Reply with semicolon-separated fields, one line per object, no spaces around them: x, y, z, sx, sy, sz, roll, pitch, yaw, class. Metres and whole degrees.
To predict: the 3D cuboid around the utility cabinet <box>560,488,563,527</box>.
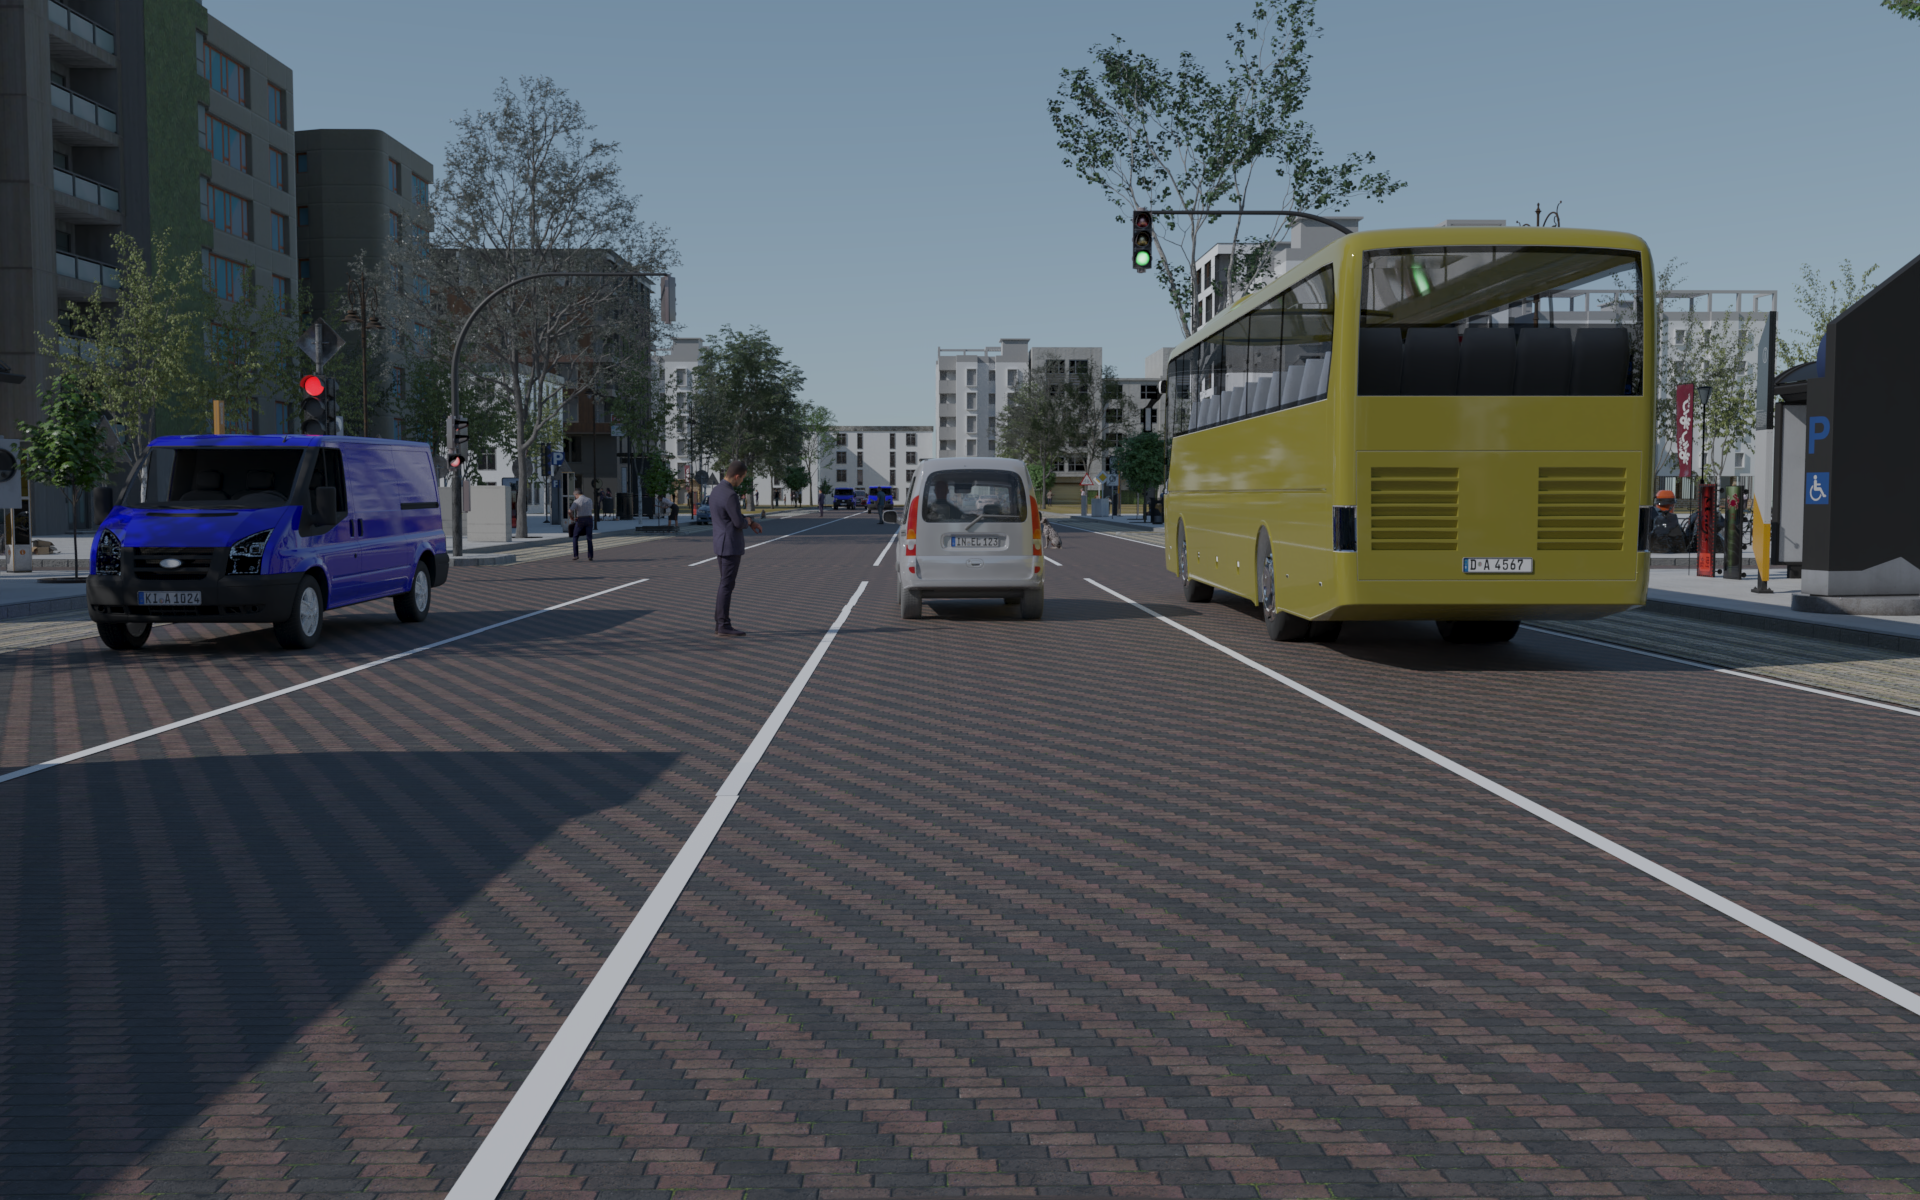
-15.346;-3.615;67.778;0.318;1.500;1.173;0;4;0;utility cabinet

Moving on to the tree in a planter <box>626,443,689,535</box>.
-10.600;-3.893;60.865;1.991;3.239;1.994;0;4;-1;tree in a planter

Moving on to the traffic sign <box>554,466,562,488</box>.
-17.881;-4.754;77.836;0.768;2.556;0.104;0;4;2;traffic sign

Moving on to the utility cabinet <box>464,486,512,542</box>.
-12.554;-2.295;46.205;1.173;1.500;0.318;1;4;17;utility cabinet

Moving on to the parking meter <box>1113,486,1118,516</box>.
9.187;-5.918;102.476;0.255;1.863;0.399;1;4;13;parking meter

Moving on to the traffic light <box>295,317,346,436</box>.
-10.153;-2.365;27.582;0.839;4.253;0.868;0;4;-1;traffic light

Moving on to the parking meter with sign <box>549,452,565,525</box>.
-16.887;-4.656;72.392;0.543;3.016;1.738;-1;4;-20;parking meter with sign

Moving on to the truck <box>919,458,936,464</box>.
-2.116;-9.339;141.606;2.839;4.237;11.283;0;4;-1;truck

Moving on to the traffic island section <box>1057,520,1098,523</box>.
5.910;-3.964;87.672;1.991;0.108;1.994;0;4;-1;traffic island section

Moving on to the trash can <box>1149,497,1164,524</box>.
8.359;-3.767;73.239;0.748;1.137;0.748;0;3;0;trash can

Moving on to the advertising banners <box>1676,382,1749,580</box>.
11.546;-1.866;26.691;0.090;3.025;2.074;0;4;-6;advertising banners

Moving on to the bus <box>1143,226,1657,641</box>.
4.195;-1.721;19.680;2.896;3.916;12.252;0;4;0;bus

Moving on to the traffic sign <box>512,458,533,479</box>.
-15.210;-3.676;60.210;0.768;2.556;0.104;0;4;6;traffic sign

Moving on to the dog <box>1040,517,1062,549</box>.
2.480;-1.765;45.699;0.513;0.831;0.800;-2;4;-32;dog

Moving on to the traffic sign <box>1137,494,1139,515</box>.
10.849;-6.441;105.408;0.768;2.556;0.104;0;4;4;traffic sign

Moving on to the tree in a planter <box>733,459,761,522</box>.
-11.210;-5.573;88.342;1.991;3.239;1.994;0;4;-1;tree in a planter

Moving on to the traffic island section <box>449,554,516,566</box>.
-10.369;-0.821;35.699;2.009;0.180;2.903;0;4;-1;traffic island section

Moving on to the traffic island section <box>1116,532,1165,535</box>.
6.493;-2.316;60.735;1.991;0.108;1.994;0;4;-1;traffic island section

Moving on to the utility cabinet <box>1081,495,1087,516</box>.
7.403;-5.638;103.347;0.306;1.237;1.020;0;4;7;utility cabinet

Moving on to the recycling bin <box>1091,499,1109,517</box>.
7.807;-5.135;96.504;0.722;1.027;0.722;3;5;44;recycling bin

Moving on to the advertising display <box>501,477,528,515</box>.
-17.052;-3.738;66.326;0.974;1.923;0.123;0;4;3;advertising display

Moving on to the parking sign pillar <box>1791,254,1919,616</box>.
9.881;-1.856;18.811;1.447;3.967;1.447;-1;4;-14;parking sign pillar

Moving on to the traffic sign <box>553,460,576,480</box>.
-14.890;-3.991;65.258;0.884;2.594;0.081;0;4;6;traffic sign

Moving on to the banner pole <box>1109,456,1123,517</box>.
8.924;-6.666;99.005;0.863;3.779;0.401;0;4;4;banner pole

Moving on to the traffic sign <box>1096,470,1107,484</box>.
7.808;-5.799;94.549;0.795;2.593;0.064;0;4;1;traffic sign

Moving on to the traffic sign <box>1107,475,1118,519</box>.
7.808;-5.294;88.688;0.606;2.300;0.079;0;4;6;traffic sign

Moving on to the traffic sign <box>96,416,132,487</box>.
-14.110;-1.747;28.574;0.884;2.594;0.081;0;4;-1;traffic sign

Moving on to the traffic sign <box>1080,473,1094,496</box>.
7.655;-6.401;104.666;0.884;2.594;0.081;0;4;5;traffic sign

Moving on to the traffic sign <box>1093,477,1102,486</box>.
8.657;-6.589;107.457;0.795;2.593;0.064;0;4;2;traffic sign

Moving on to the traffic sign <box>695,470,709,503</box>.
-13.568;-5.560;91.015;0.768;2.556;0.104;0;4;7;traffic sign

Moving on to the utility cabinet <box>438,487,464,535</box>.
-15.508;-2.731;53.331;1.173;1.500;0.318;-1;4;-9;utility cabinet

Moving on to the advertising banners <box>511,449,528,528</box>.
-16.824;-4.211;65.035;0.090;3.025;2.074;1;4;22;advertising banners

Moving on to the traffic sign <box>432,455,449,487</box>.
-17.237;-3.492;57.193;0.768;2.556;0.104;0;4;3;traffic sign

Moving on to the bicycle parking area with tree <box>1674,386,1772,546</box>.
17.305;-3.572;45.410;8.231;4.147;9.016;0;4;-1;bicycle parking area with tree

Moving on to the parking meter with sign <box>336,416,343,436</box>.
-13.092;-2.582;38.482;1.738;3.016;0.543;1;4;10;parking meter with sign

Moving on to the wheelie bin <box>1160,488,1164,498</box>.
11.045;-5.141;91.965;0.980;1.594;0.693;-1;4;-15;wheelie bin

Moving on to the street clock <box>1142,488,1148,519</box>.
9.511;-5.169;89.085;0.471;2.002;0.358;0;4;-4;street clock

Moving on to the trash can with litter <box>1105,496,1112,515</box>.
8.798;-5.839;106.849;1.055;1.170;0.624;0;4;-4;trash can with litter

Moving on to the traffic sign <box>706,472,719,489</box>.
-14.663;-6.278;102.650;0.884;2.594;0.081;0;4;3;traffic sign

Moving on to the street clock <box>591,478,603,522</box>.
-16.783;-4.619;80.088;0.471;2.002;0.358;-3;4;-37;street clock

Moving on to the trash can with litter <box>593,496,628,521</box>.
-17.238;-4.415;83.238;2.233;1.210;1.678;1;4;8;trash can with litter

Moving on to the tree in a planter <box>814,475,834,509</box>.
-12.904;-10.295;165.552;1.991;3.239;1.994;0;4;-1;tree in a planter

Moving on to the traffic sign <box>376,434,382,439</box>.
-12.590;-2.296;37.548;0.884;2.594;0.081;0;4;2;traffic sign

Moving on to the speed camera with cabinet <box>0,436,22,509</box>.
-15.626;-1.979;26.693;0.660;3.252;2.038;2;4;32;speed camera with cabinet

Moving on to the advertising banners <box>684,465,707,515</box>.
-15.866;-6.584;103.843;2.074;3.025;0.090;3;5;43;advertising banners
